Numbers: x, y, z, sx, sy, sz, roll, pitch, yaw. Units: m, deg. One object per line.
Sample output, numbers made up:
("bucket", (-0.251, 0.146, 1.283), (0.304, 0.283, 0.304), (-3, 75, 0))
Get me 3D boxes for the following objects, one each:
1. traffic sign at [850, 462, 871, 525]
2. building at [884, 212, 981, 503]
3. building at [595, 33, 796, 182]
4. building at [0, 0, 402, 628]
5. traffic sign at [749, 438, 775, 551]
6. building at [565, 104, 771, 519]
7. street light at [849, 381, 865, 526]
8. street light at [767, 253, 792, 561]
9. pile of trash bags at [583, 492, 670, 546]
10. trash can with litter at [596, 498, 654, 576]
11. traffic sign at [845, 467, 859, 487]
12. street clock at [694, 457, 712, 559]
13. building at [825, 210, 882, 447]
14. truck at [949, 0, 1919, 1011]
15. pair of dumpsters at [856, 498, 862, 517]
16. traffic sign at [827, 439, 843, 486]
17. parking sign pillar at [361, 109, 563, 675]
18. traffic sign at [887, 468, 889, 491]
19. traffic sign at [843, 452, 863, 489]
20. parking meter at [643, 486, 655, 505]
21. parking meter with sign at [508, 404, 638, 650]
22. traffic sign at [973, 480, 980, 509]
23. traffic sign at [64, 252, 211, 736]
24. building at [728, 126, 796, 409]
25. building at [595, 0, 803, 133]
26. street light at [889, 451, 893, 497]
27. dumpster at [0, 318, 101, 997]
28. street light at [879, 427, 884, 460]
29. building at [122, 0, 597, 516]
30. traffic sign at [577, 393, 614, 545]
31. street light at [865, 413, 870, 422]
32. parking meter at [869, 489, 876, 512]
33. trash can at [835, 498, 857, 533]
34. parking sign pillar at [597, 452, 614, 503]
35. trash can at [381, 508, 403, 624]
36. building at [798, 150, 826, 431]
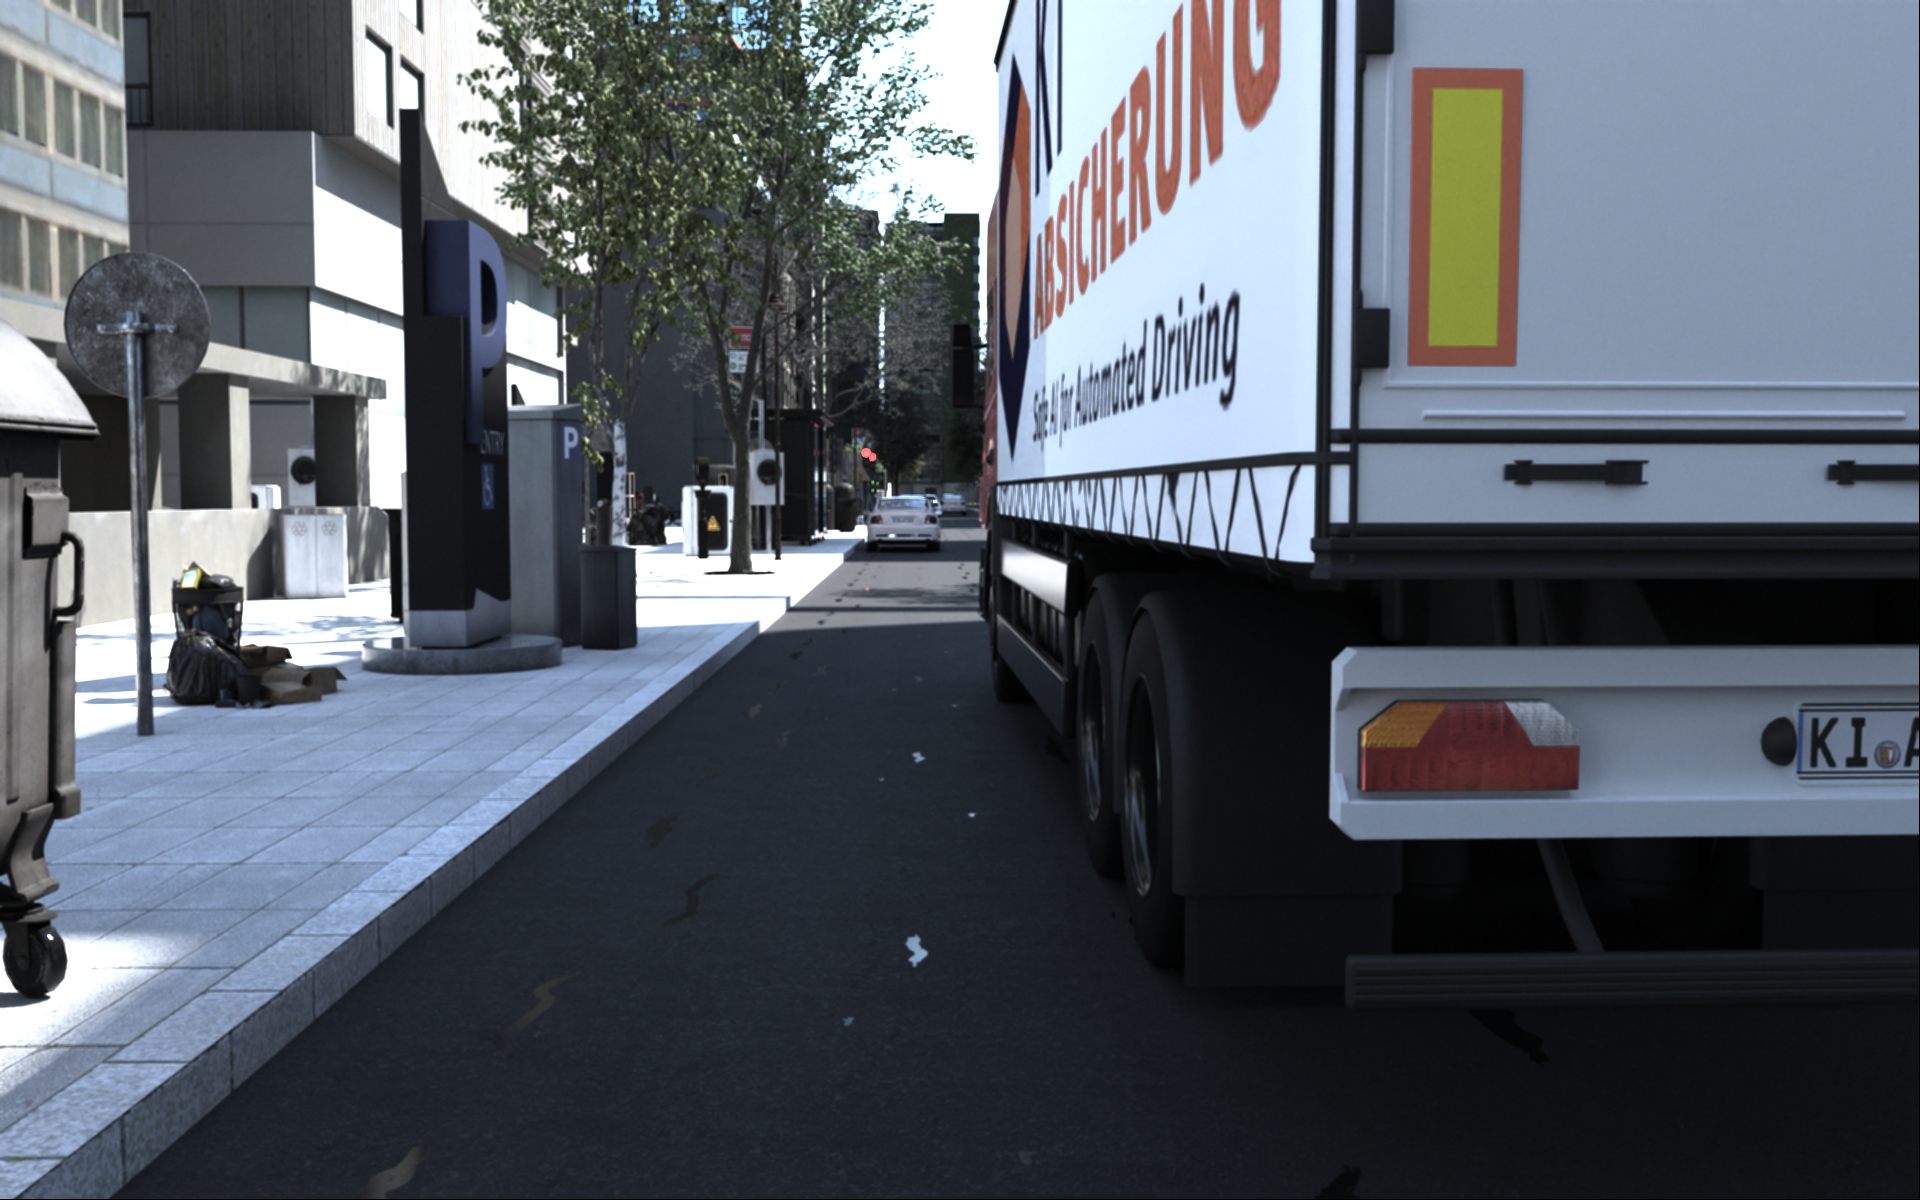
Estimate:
("traffic sign", (-4.067, -4.322, 70.661), (0.884, 2.594, 0.081), (0, 4, 5))
("building", (-4.152, -34.837, 253.175), (14.086, 41.232, 14.154), (0, 4, -1))
("building", (-26.022, -31.417, 168.290), (22.147, 44.769, 28.867), (0, 4, -1))
("building", (-24.623, -20.020, 19.209), (32.217, 40.220, 23.993), (0, 4, -1))
("traffic sign", (-4.551, -2.380, 39.014), (0.768, 2.556, 0.104), (0, 4, 6))
("building", (-19.388, -17.291, 101.778), (14.314, 24.678, 30.058), (0, 4, -1))
("street light", (-4.195, -5.908, 69.378), (0.468, 5.910, 1.993), (0, 4, -1))
("street light", (-3.520, -3.703, 33.340), (0.468, 5.910, 1.993), (0, 4, -1))
("pile of trash bags", (-7.786, -2.066, 43.528), (3.447, 1.369, 1.912), (1, 4, 20))
("trash can with litter", (-5.651, -0.994, 27.313), (1.678, 1.210, 2.233), (-1, 4, -21))
("traffic sign", (-5.081, -5.035, 82.421), (0.768, 2.556, 0.104), (0, 4, 6))
("street clock", (-5.076, -1.811, 34.184), (0.358, 2.002, 0.471), (-1, 4, -14))
("building", (-26.106, -36.822, 256.656), (28.867, 44.769, 22.147), (0, 4, -1))
("truck", (1.549, -1.203, 8.590), (2.839, 4.237, 11.283), (0, 4, -3))
("pair of dumpsters", (-6.196, -5.696, 95.627), (1.574, 2.255, 4.437), (0, 4, -1))
("traffic sign", (-5.397, -4.263, 63.577), (2.265, 3.308, 0.079), (0, 4, 8))
("parking sign pillar", (-3.722, -1.492, 12.863), (1.447, 3.967, 1.447), (0, 4, -1))
("traffic sign", (-6.688, -8.642, 135.163), (2.265, 3.308, 0.079), (0, 4, 8))
("traffic sign", (-5.833, -5.510, 83.964), (2.265, 3.308, 0.079), (0, 4, 3))
("parking meter", (-9.761, -2.810, 54.361), (0.372, 1.533, 0.369), (0, 3, 0))
("parking meter with sign", (-3.567, -1.120, 14.571), (1.738, 3.016, 0.543), (1, 4, 18))
("traffic sign", (1.537, -9.295, 152.073), (0.768, 2.556, 0.104), (0, 4, 3))
("traffic sign", (-4.334, -0.552, 9.138), (0.768, 2.556, 0.104), (0, 4, 0))
("building", (-23.588, -20.152, 133.999), (19.350, 26.468, 34.151), (0, 4, -1))
("building", (-31.147, -54.895, 210.197), (31.000, 86.520, 22.319), (0, 4, -1))
("street light", (-6.080, -10.995, 152.563), (0.468, 5.910, 1.993), (0, 4, -1))
("dumpster", (-2.860, 0.128, 3.670), (1.264, 1.857, 1.865), (0, 4, -1))
("street light", (-5.310, -8.791, 116.527), (0.468, 5.910, 1.993), (0, 4, -1))
("building", (-25.714, -28.039, 47.674), (27.495, 52.752, 28.713), (0, 4, -1))
("traffic sign", (-4.676, -1.327, 21.703), (0.884, 2.594, 0.081), (0, 4, 1))
("street light", (-4.442, -6.588, 80.493), (0.468, 5.910, 1.993), (0, 4, -1))
("parking meter", (-4.376, -4.783, 86.621), (0.372, 1.533, 0.369), (0, 3, 0))
("trash can", (-3.796, -2.826, 57.851), (0.748, 1.137, 0.748), (0, 3, 0))
("parking sign pillar", (-16.661, -5.761, 82.657), (1.447, 3.967, 1.447), (-1, 4, -11))
("trash can", (-5.372, -0.344, 17.279), (0.748, 1.137, 0.748), (0, 3, 0))
("building", (-22.197, -31.008, 190.577), (14.154, 41.232, 14.086), (0, 4, -1))
